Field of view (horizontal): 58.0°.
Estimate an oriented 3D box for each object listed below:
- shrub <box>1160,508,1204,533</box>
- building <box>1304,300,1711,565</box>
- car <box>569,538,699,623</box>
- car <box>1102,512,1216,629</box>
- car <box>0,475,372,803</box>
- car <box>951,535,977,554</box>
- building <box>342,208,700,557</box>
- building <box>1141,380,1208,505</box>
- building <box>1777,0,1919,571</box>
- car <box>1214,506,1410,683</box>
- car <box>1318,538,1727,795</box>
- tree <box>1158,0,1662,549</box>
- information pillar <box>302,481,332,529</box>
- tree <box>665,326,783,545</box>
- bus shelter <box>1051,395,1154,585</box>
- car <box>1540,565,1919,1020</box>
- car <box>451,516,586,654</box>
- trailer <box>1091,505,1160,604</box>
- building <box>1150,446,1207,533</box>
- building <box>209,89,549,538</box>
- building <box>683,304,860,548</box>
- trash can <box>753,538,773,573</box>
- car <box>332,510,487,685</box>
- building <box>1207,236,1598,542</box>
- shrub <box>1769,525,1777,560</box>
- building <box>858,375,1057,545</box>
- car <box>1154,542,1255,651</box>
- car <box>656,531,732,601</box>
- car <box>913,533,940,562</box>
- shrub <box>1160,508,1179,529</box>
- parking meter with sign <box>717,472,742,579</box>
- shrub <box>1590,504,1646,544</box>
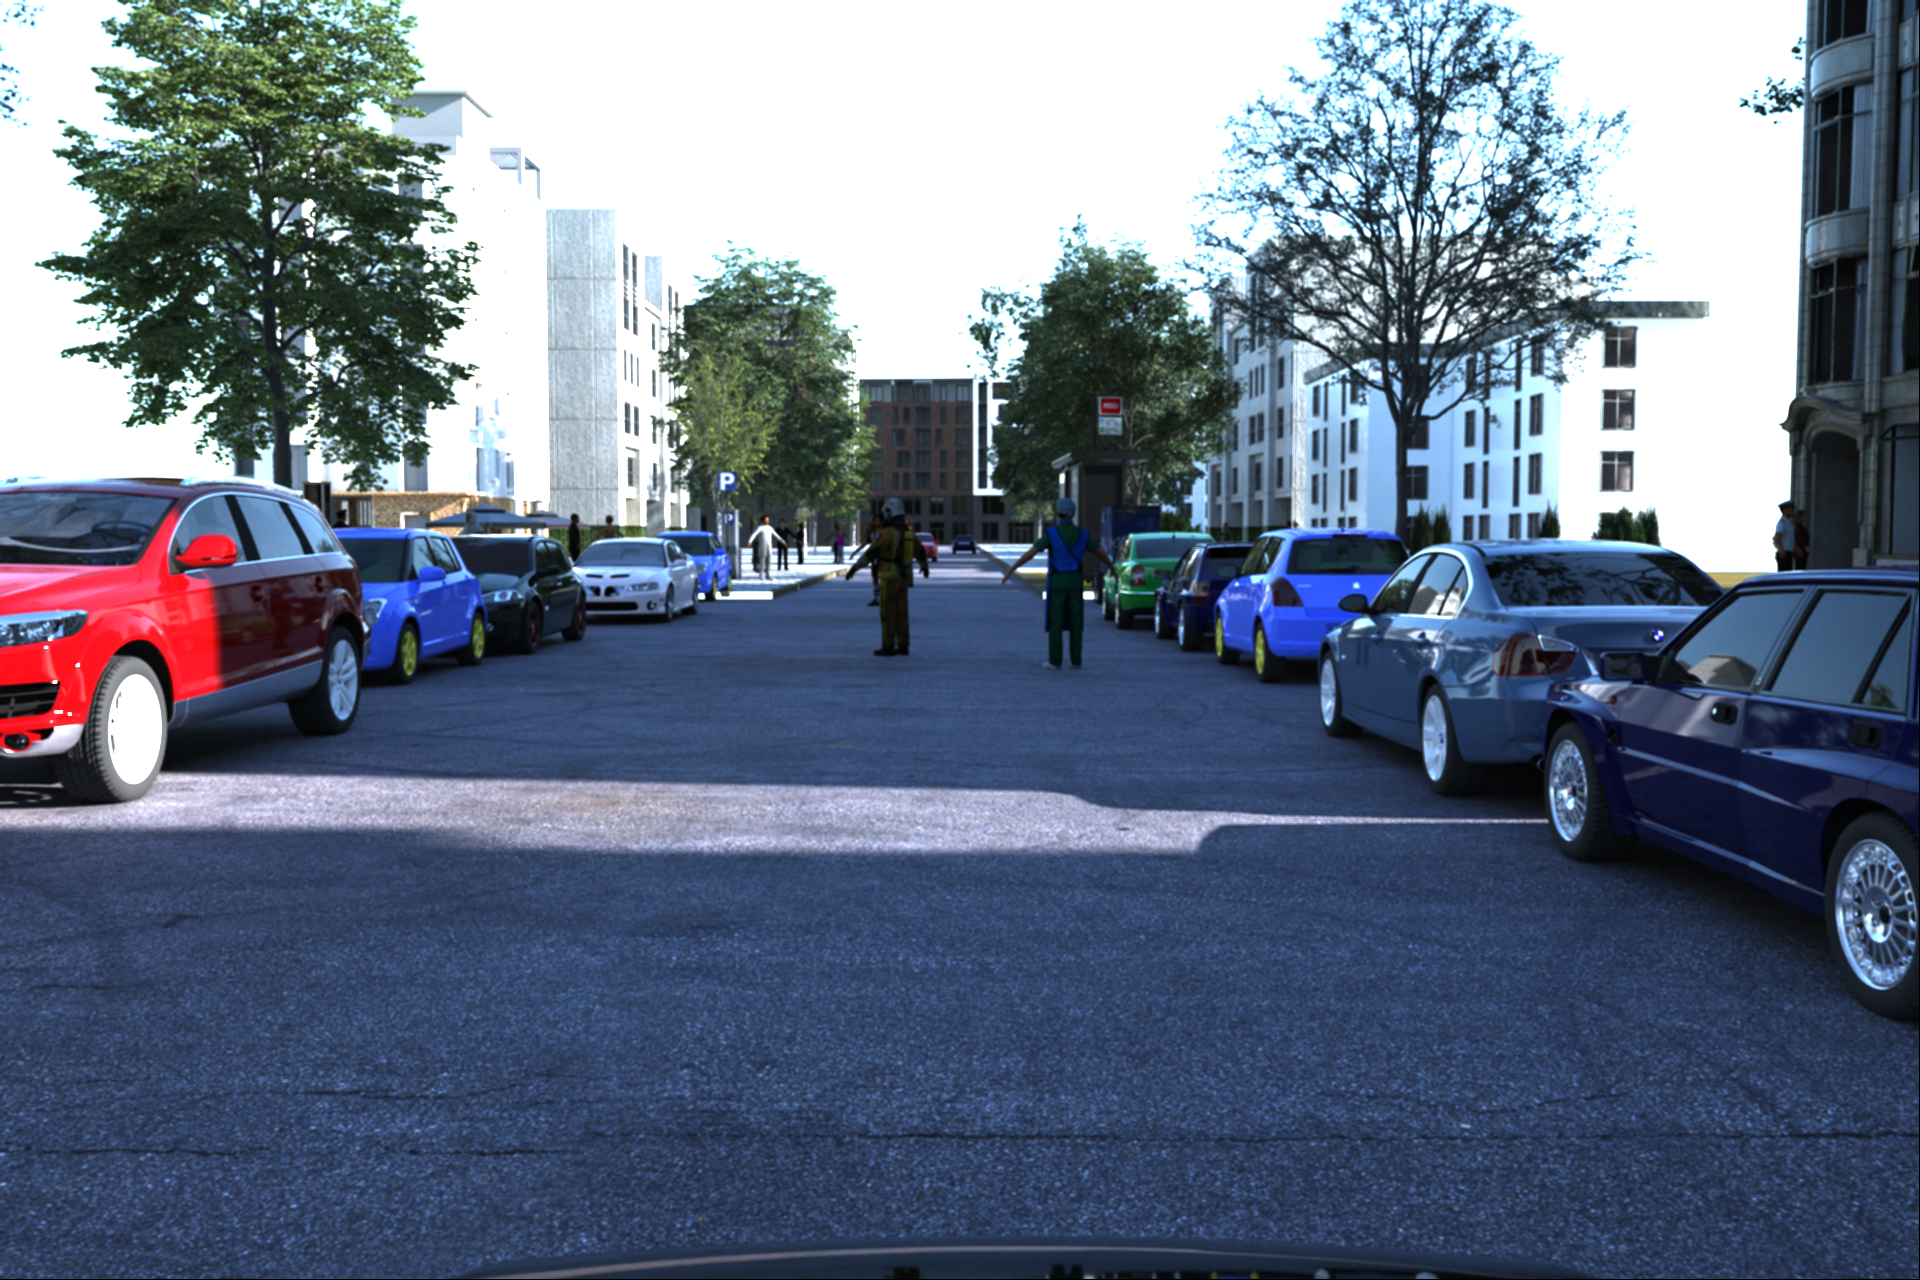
[{"bbox_3d":[6.044,-2.692,48.431,1.690,2.028,1.600,0,3,0],"label":"shrub"},{"bbox_3d":[22.401,-8.212,76.411,9.099,9.664,28.070,0,4,0],"label":"building"},{"bbox_3d":[-5.610,-1.050,29.530,2.083,1.381,4.827,0,3,0],"label":"car"},{"bbox_3d":[3.257,-1.142,27.463,1.959,1.807,4.718,0,4,0],"label":"car"},{"bbox_3d":[-5.419,-0.137,10.916,2.281,1.827,5.304,0,3,0],"label":"car"},{"bbox_3d":[0.301,-6.923,125.772,1.945,1.354,3.894,0,4,0],"label":"car"},{"bbox_3d":[-27.148,-14.895,109.992,16.747,18.905,31.486,0,4,-1],"label":"building"},{"bbox_3d":[24.168,-21.548,208.728,16.016,20.090,11.380,0,3,0],"label":"building"},{"bbox_3d":[25.451,-12.596,22.591,14.369,24.946,33.146,0,4,0],"label":"building"},{"bbox_3d":[3.697,-0.514,18.002,1.945,1.707,3.694,0,4,-1],"label":"car"},{"bbox_3d":[3.469,0.074,10.789,2.014,1.417,4.499,0,3,0],"label":"car"},{"bbox_3d":[9.409,-7.713,36.471,12.009,13.543,11.850,0,3,0],"label":"tree"},{"bbox_3d":[-9.010,-1.212,24.312,0.304,2.012,0.304,0,4,-1],"label":"information pillar"},{"bbox_3d":[-8.608,-6.803,61.595,4.360,8.622,3.978,0,3,0],"label":"tree"},{"bbox_3d":[3.736,-4.301,47.948,2.179,5.291,8.768,0,4,-2],"label":"bus shelter"},{"bbox_3d":[3.547,0.374,6.461,1.945,1.354,3.894,0,4,-1],"label":"car"},{"bbox_3d":[-5.936,-0.742,21.919,2.009,1.686,4.222,0,3,0],"label":"car"},{"bbox_3d":[3.502,-1.798,36.445,1.471,1.999,3.904,0,3,0],"label":"trailer"},{"bbox_3d":[24.214,-13.789,167.598,9.099,9.664,28.070,0,4,0],"label":"building"},{"bbox_3d":[-25.914,-13.379,75.173,16.016,20.090,11.380,0,4,0],"label":"building"},{"bbox_3d":[-24.896,-19.973,170.538,27.936,21.610,32.646,0,4,1],"label":"building"},{"bbox_3d":[-6.590,-2.813,57.639,0.748,1.137,0.748,0,3,0],"label":"trash can"},{"bbox_3d":[-6.077,-0.490,17.609,1.945,1.707,3.694,0,3,0],"label":"car"},{"bbox_3d":[26.676,-14.982,111.413,16.747,18.905,31.486,0,4,0],"label":"building"},{"bbox_3d":[28.015,-3.274,57.957,1.690,2.028,1.600,0,3,0],"label":"shrub"},{"bbox_3d":[0.616,-23.789,235.378,32.646,21.610,27.936,0,4,5],"label":"building"},{"bbox_3d":[3.551,-0.608,22.529,1.945,1.354,3.894,0,4,0],"label":"car"},{"bbox_3d":[-6.065,-1.746,38.138,1.945,1.707,3.694,0,3,0],"label":"car"},{"bbox_3d":[-2.100,-4.985,90.549,2.155,1.783,4.494,0,4,0],"label":"car"},{"bbox_3d":[6.134,-2.925,51.869,1.661,2.075,1.752,0,3,0],"label":"shrub"},{"bbox_3d":[-6.510,-3.241,49.249,0.543,3.016,1.738,0,4,-1],"label":"parking meter with sign"},{"bbox_3d":[17.310,-2.527,45.362,1.661,2.075,1.752,0,3,0],"label":"shrub"}]
